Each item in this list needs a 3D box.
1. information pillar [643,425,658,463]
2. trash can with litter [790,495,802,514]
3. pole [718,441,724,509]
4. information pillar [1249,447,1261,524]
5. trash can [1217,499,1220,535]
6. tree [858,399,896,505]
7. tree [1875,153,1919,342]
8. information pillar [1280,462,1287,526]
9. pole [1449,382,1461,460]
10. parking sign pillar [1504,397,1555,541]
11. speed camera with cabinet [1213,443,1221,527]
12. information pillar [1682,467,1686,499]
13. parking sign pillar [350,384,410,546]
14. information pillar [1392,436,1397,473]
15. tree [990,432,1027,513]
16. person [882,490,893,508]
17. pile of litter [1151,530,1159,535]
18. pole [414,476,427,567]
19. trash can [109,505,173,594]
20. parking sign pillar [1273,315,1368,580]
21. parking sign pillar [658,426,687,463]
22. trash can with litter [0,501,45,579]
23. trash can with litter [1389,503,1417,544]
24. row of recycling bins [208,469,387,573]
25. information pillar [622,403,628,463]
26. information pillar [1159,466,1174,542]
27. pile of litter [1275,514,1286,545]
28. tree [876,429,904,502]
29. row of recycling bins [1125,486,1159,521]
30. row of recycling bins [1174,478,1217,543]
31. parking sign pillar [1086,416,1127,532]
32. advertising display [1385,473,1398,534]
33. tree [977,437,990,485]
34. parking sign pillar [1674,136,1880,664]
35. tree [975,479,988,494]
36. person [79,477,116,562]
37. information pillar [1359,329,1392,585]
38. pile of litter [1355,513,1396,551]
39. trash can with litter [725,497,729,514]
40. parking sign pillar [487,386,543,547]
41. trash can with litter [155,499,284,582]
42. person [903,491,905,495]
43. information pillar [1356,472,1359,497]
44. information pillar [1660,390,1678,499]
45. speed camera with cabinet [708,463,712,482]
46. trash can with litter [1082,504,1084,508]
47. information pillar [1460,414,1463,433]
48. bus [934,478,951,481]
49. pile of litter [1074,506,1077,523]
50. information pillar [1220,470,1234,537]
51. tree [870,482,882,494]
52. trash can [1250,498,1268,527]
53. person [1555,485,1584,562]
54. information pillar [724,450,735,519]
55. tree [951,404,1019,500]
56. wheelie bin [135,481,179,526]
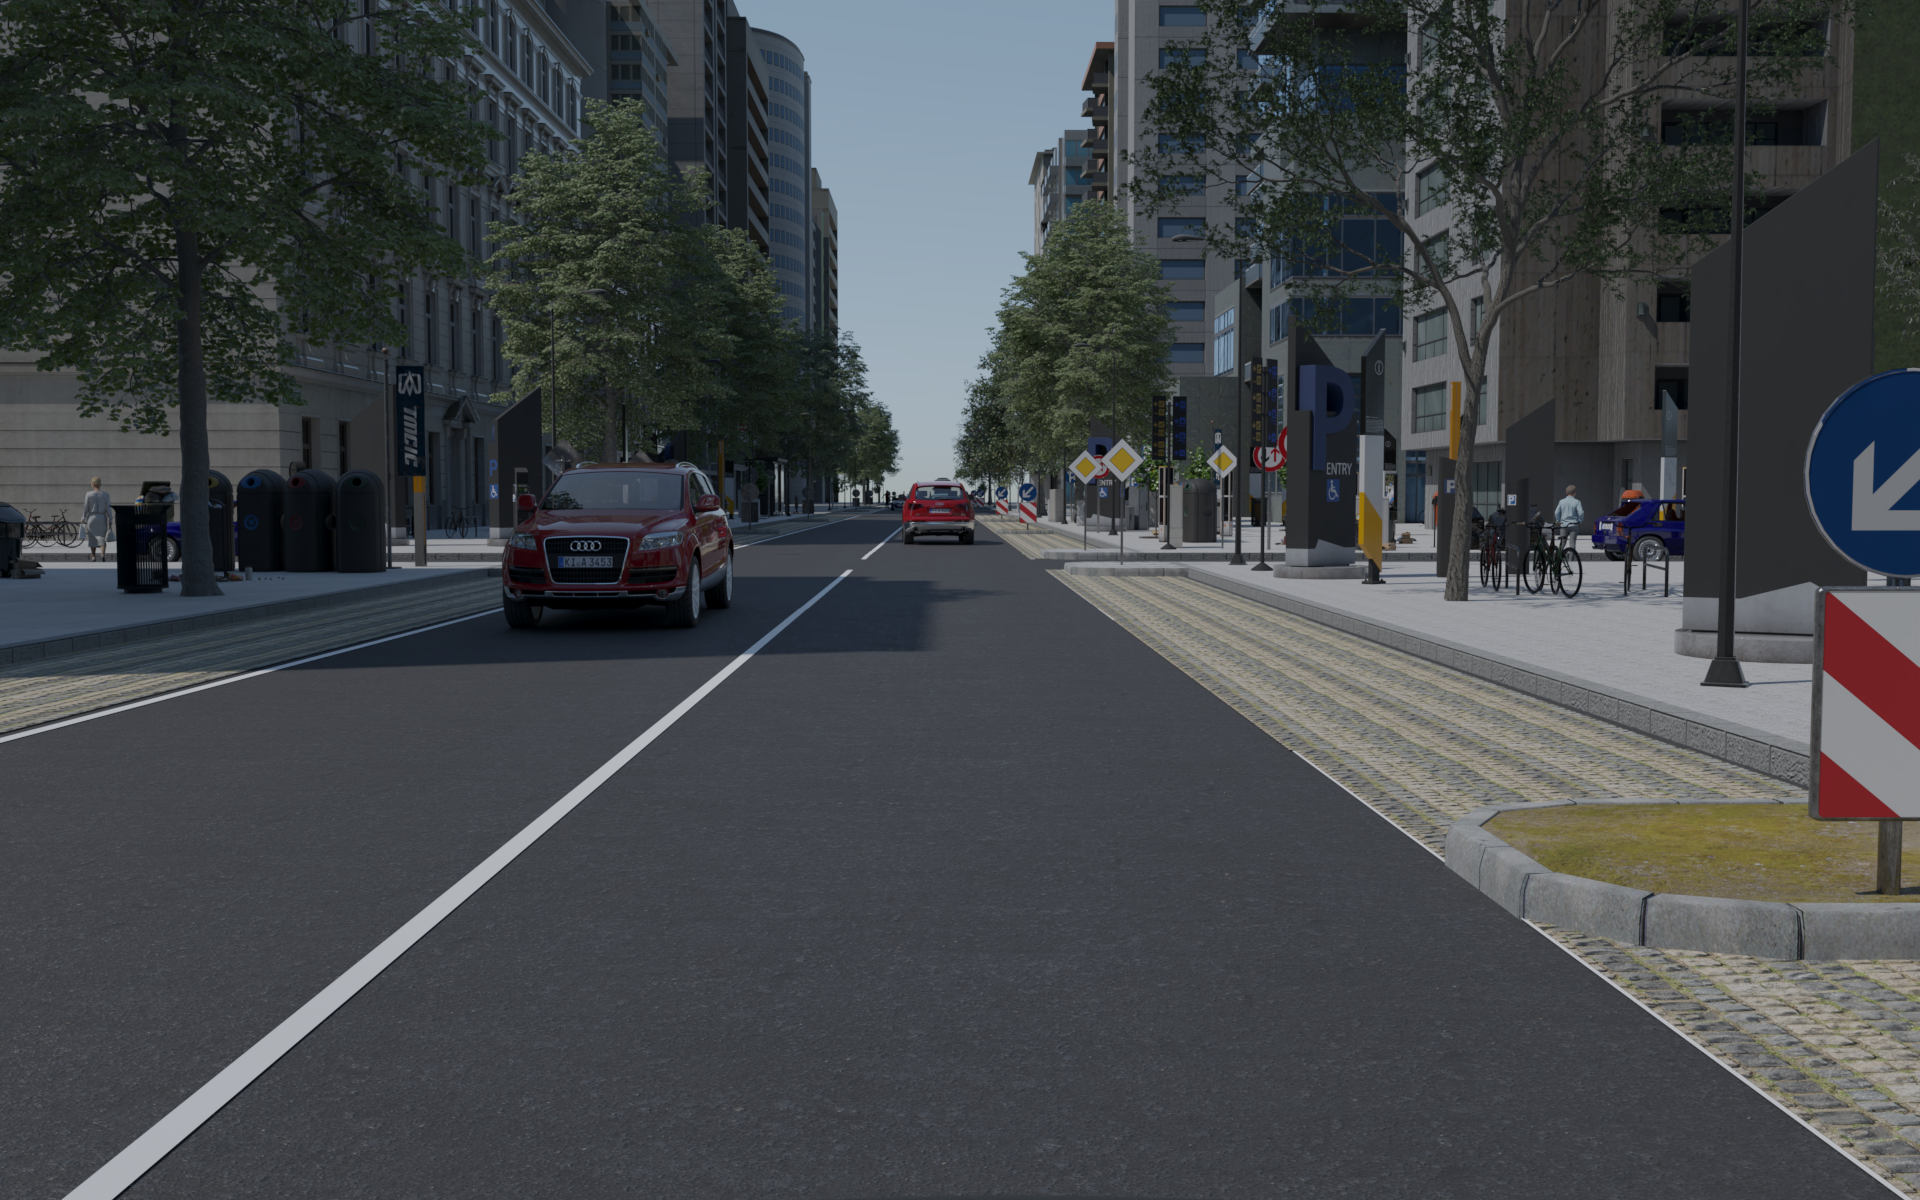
[{"bbox_3d":[-10.219,-4.021,57.100,0.504,3.616,0.183,-1,4,-14],"label":"information pillar"},{"bbox_3d":[-10.528,-6.242,113.113,1.678,1.210,2.233,0,3,0],"label":"trash can with litter"},{"bbox_3d":[-9.110,-4.419,66.093,0.158,3.312,0.155,0,3,0],"label":"pole"},{"bbox_3d":[11.944,-4.804,69.895,0.504,3.616,0.183,1,4,12],"label":"information pillar"},{"bbox_3d":[8.238,-2.639,54.798,0.748,1.137,0.748,0,3,0],"label":"trash can"},{"bbox_3d":[-11.013,-17.569,205.378,7.486,12.596,7.792,0,3,0],"label":"tree"},{"bbox_3d":[15.832,-4.615,25.816,4.360,8.622,3.978,0,3,0],"label":"tree"},{"bbox_3d":[13.141,-4.780,69.511,0.504,3.616,0.183,3,4,38],"label":"information pillar"},{"bbox_3d":[8.991,-2.303,31.502,0.158,3.312,0.155,0,3,0],"label":"pole"},{"bbox_3d":[15.888,-3.661,48.322,1.447,3.967,1.447,1,4,18],"label":"parking sign pillar"},{"bbox_3d":[9.949,-4.423,66.645,0.660,3.252,2.038,1,4,12],"label":"speed camera with cabinet"},{"bbox_3d":[19.998,-2.628,47.452,0.304,2.012,0.304,-3,4,-37],"label":"information pillar"},{"bbox_3d":[-14.428,-3.331,42.935,1.447,3.967,1.447,1,4,20],"label":"parking sign pillar"},{"bbox_3d":[15.267,-4.298,61.622,0.504,3.616,0.183,-1,4,-16],"label":"information pillar"},{"bbox_3d":[4.975,-11.654,140.899,4.737,8.622,4.395,0,3,0],"label":"tree"},{"bbox_3d":[-7.236,-10.013,172.175,1.348,1.831,0.705,2,4,24],"label":"person"},{"bbox_3d":[6.507,-2.425,53.618,1.176,0.858,1.719,0,4,6],"label":"pile of litter"},{"bbox_3d":[-9.535,-2.245,30.546,0.158,3.312,0.155,0,3,0],"label":"pole"},{"bbox_3d":[-10.612,-0.662,22.472,0.748,1.137,0.748,0,3,0],"label":"trash can"},{"bbox_3d":[5.555,-2.329,26.557,1.447,3.967,1.447,-3,5,-44],"label":"parking sign pillar"},{"bbox_3d":[-10.737,-4.708,65.442,1.447,3.967,1.447,1,4,13],"label":"parking sign pillar"},{"bbox_3d":[-14.412,-0.923,26.473,1.055,1.170,0.624,2,4,27],"label":"trash can with litter"},{"bbox_3d":[11.184,-2.032,44.605,1.055,1.170,0.624,0,4,-6],"label":"trash can with litter"},{"bbox_3d":[-11.179,-1.319,28.679,3.534,1.692,1.069,1,4,9],"label":"row of recycling bins"},{"bbox_3d":[-8.706,-3.284,45.056,0.183,3.616,0.504,0,4,-5],"label":"information pillar"},{"bbox_3d":[5.487,-2.542,46.054,0.304,2.012,0.304,-1,4,-23],"label":"information pillar"},{"bbox_3d":[8.545,-1.805,43.473,1.176,0.858,1.719,0,4,-4],"label":"pile of litter"},{"bbox_3d":[-12.528,-20.925,267.874,9.928,11.665,9.643,0,3,0],"label":"tree"},{"bbox_3d":[7.892,-4.642,83.002,3.534,1.692,1.069,2,4,29],"label":"row of recycling bins"},{"bbox_3d":[6.346,-2.444,47.076,1.069,1.692,3.534,0,4,-1],"label":"row of recycling bins"},{"bbox_3d":[4.985,-4.328,59.234,1.447,3.967,1.447,2,4,34],"label":"parking sign pillar"},{"bbox_3d":[13.467,-2.990,54.107,0.123,1.923,0.974,0,4,-2],"label":"advertising display"},{"bbox_3d":[3.975,-12.575,155.956,4.737,8.622,4.395,0,3,0],"label":"tree"},{"bbox_3d":[6.460,-1.540,13.655,1.447,3.967,1.447,2,4,30],"label":"parking sign pillar"},{"bbox_3d":[2.983,-15.493,247.913,1.663,3.219,1.824,0,3,0],"label":"tree"},{"bbox_3d":[-17.455,-1.598,34.981,0.694,1.780,0.624,-1,4,-18],"label":"person"},{"bbox_3d":[5.840,-2.029,24.532,0.504,3.616,0.183,-3,5,-43],"label":"information pillar"},{"bbox_3d":[9.435,-1.579,39.780,1.176,0.858,1.719,0,4,8],"label":"pile of litter"},{"bbox_3d":[-11.027,-4.101,78.442,1.055,1.170,0.624,-2,4,-28],"label":"trash can with litter"},{"bbox_3d":[-10.978,-3.322,42.795,1.447,3.967,1.447,3,5,41],"label":"parking sign pillar"},{"bbox_3d":[-11.384,-0.901,25.782,2.233,1.210,1.678,1,4,19],"label":"trash can with litter"},{"bbox_3d":[-8.506,-15.643,263.900,0.705,1.869,1.348,1,4,16],"label":"person"},{"bbox_3d":[13.204,-3.288,58.247,0.304,2.012,0.304,-1,4,-9],"label":"information pillar"},{"bbox_3d":[16.092,-2.935,39.347,0.504,3.616,0.183,-2,4,-34],"label":"information pillar"},{"bbox_3d":[-16.220,-7.025,109.193,0.660,3.252,2.038,-2,4,-28],"label":"speed camera with cabinet"},{"bbox_3d":[5.010,-3.161,63.068,1.055,1.170,0.624,-1,4,-13],"label":"trash can with litter"},{"bbox_3d":[14.697,-3.655,51.107,0.183,3.616,0.504,-1,4,-19],"label":"information pillar"},{"bbox_3d":[-2.571,-16.354,258.933,2.896,3.916,12.252,0,4,0],"label":"bus"},{"bbox_3d":[5.522,-3.788,75.897,1.176,0.858,1.719,2,4,25],"label":"pile of litter"},{"bbox_3d":[8.038,-2.918,52.194,0.304,2.012,0.304,2,4,29],"label":"information pillar"},{"bbox_3d":[-11.960,-15.655,250.552,1.663,3.219,1.824,0,3,0],"label":"tree"},{"bbox_3d":[11.704,-3.436,67.825,0.748,1.137,0.748,0,3,0],"label":"trash can"},{"bbox_3d":[12.028,-1.458,34.155,0.330,1.601,0.589,-3,5,-43],"label":"person"},{"bbox_3d":[-11.708,-5.904,87.891,0.504,3.616,0.183,0,4,-3],"label":"information pillar"},{"bbox_3d":[4.119,-16.459,179.467,12.009,13.543,11.850,0,3,0],"label":"tree"},{"bbox_3d":[-19.435,-2.087,42.026,0.980,1.594,0.693,-3,5,-44],"label":"wheelie bin"}]
